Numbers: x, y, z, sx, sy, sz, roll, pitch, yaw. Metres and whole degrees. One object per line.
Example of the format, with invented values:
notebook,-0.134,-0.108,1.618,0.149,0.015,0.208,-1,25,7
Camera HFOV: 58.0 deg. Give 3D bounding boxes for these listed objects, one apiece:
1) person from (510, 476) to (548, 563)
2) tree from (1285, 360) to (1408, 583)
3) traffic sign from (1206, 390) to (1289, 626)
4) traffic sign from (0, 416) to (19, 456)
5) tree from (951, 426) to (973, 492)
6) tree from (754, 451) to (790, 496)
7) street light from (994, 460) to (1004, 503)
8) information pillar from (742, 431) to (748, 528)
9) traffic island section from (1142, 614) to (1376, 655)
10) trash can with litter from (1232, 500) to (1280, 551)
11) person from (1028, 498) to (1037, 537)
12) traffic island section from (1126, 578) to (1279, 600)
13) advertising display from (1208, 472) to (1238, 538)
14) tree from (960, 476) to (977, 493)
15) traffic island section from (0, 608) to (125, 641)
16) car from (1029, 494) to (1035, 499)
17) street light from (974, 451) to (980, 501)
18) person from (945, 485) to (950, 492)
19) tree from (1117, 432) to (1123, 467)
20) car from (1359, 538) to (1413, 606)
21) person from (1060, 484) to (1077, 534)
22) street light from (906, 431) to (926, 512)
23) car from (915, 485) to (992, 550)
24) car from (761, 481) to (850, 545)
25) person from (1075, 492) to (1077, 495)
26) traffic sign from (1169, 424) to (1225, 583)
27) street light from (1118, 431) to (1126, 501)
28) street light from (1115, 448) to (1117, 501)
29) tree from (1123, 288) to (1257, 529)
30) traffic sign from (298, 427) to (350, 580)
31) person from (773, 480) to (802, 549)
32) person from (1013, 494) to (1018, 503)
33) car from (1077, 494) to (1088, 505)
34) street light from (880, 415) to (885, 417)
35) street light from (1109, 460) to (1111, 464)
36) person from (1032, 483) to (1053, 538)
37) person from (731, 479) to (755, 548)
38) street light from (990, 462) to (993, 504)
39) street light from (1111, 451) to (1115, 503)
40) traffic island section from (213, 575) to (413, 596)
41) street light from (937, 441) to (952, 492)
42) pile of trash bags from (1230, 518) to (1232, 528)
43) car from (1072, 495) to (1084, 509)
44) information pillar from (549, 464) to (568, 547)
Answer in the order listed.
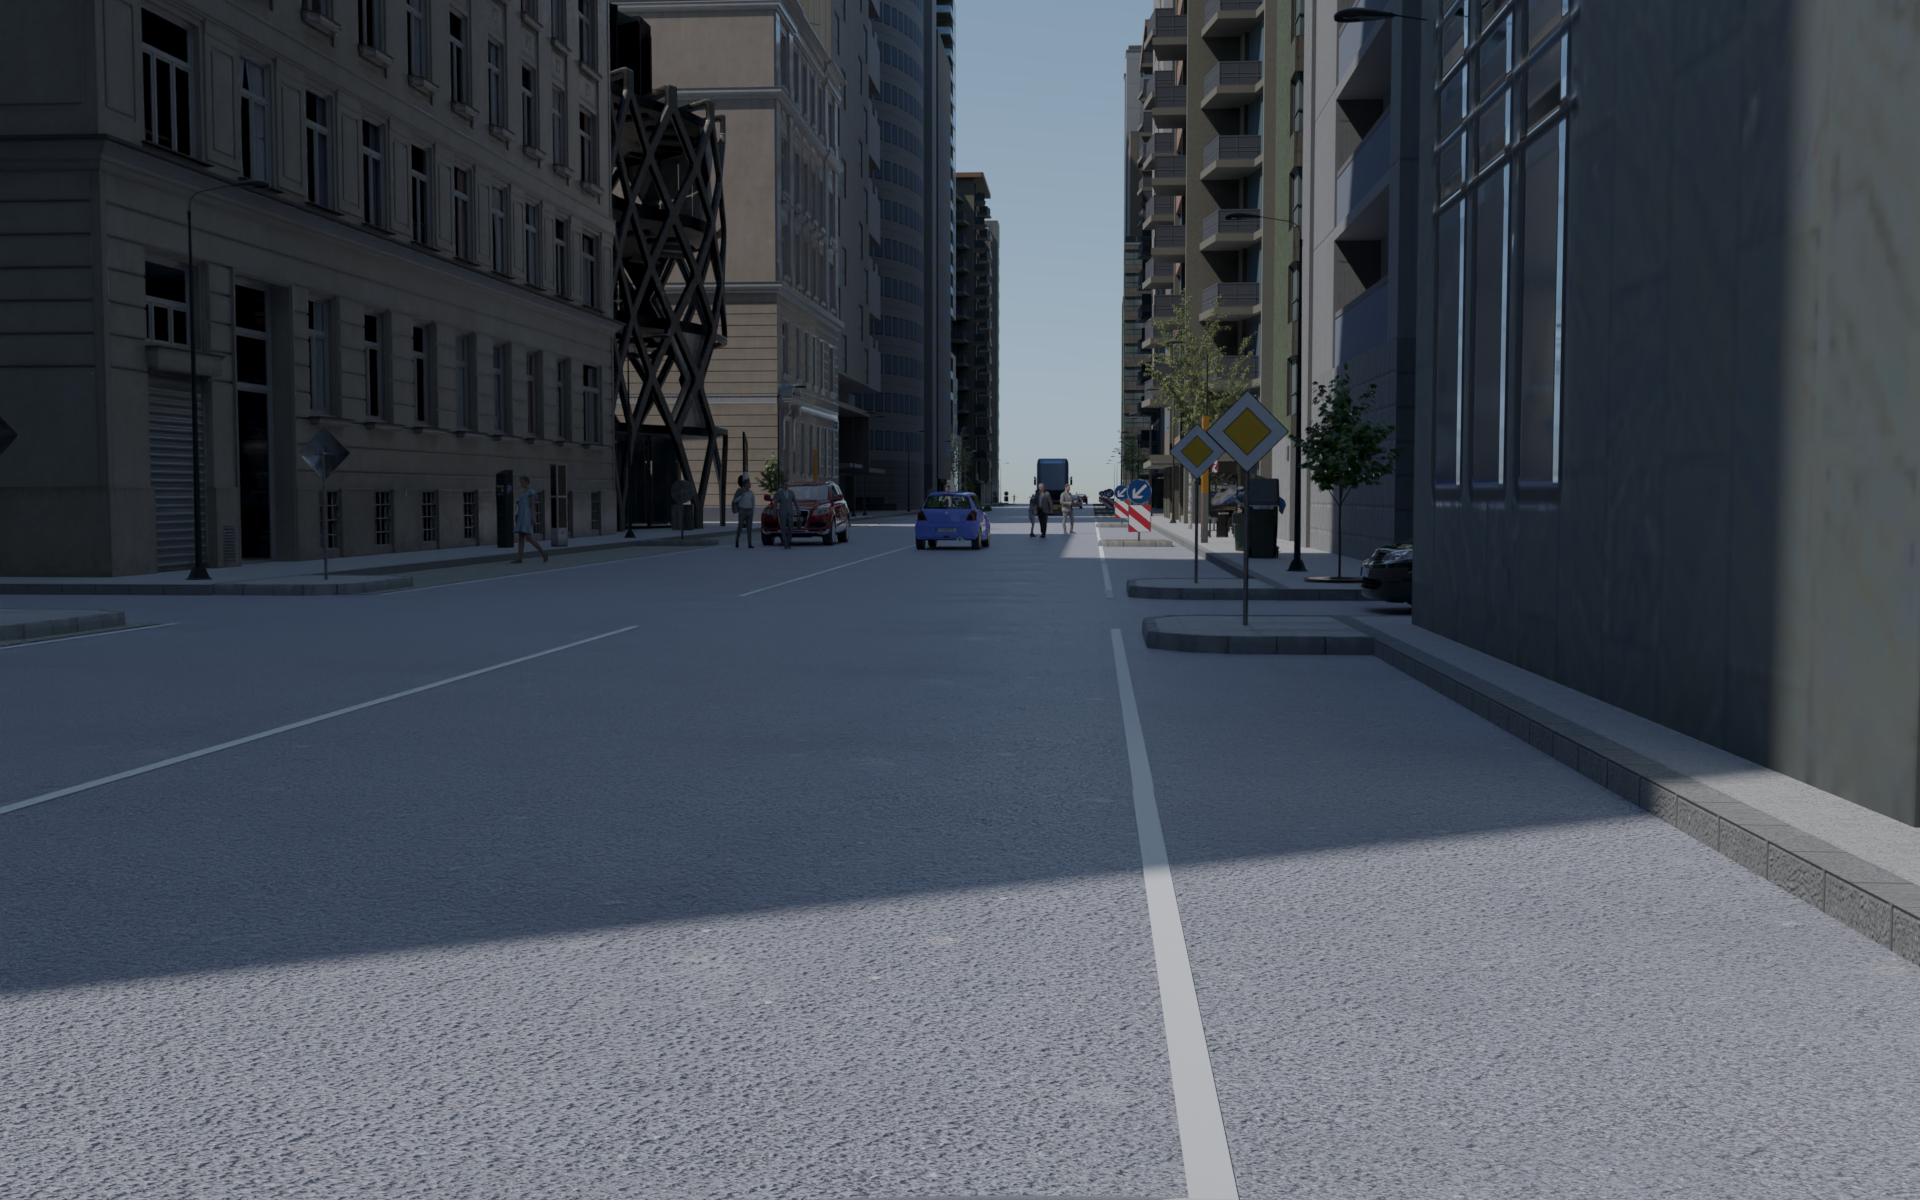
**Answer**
person,-8.938,-1.663,35.784,0.778,1.811,0.616,-2,4,-29
tree,5.544,-1.869,25.152,1.663,3.219,1.824,0,3,0
traffic sign,2.785,-0.808,16.859,0.795,2.450,0.064,0,4,4
traffic sign,-10.071,-0.869,17.850,0.795,2.450,0.064,0,4,4
tree,-0.443,-13.915,177.865,4.360,8.622,3.978,0,3,0
tree,-8.491,-5.095,77.912,1.663,3.219,1.824,0,3,0
street light,4.766,-15.927,232.941,1.470,5.913,1.316,0,4,4
information pillar,-8.056,-4.506,65.022,0.183,3.616,0.504,1,4,8
traffic island section,2.809,0.327,16.934,2.009,0.180,2.903,0,4,4
trash can with litter,6.632,-1.675,38.768,1.055,1.170,0.624,2,4,27
person,2.441,-2.759,57.883,0.394,1.301,0.425,-3,5,-40
traffic island section,3.413,-0.160,24.896,2.009,0.180,2.903,0,4,4
advertising display,7.746,-2.806,51.091,0.974,1.923,0.123,-2,4,-24
tree,0.986,-12.009,190.953,1.663,3.219,1.824,0,3,0
traffic island section,-10.095,0.267,17.913,2.009,0.180,2.903,0,4,4
car,9.636,-12.631,215.561,2.155,1.783,4.494,0,4,4
street light,1.128,-12.996,185.025,1.470,5.913,1.316,0,4,4
person,-0.451,-3.385,64.186,0.721,1.781,0.623,3,5,42
tree,18.408,-14.243,183.230,4.737,8.622,4.395,0,3,0
car,7.005,-0.683,20.959,4.222,1.686,2.009,0,4,4
person,3.945,-3.294,62.554,0.583,1.804,0.606,3,5,42
street light,-3.213,-9.431,126.744,1.470,5.913,1.316,0,4,4
car,-0.156,-2.220,45.896,1.945,1.707,3.694,0,4,6
car,-4.421,-2.530,50.036,2.281,1.827,5.304,0,4,3
person,16.631,-14.468,245.855,0.445,1.727,0.742,3,5,42
traffic sign,3.389,-1.295,24.821,0.795,2.450,0.064,0,4,4
street light,12.653,-9.524,128.257,1.470,5.913,1.316,0,4,4
street light,14.596,-10.986,152.160,1.470,5.913,1.316,0,4,4
tree,8.645,-6.886,62.956,4.737,8.622,4.395,0,3,0
traffic sign,-9.467,-1.356,25.812,0.795,2.450,0.064,0,4,4
person,-4.532,-2.249,45.384,0.709,1.813,0.853,-2,4,-27
person,7.814,-14.531,249.307,0.991,1.433,0.599,-1,4,-10
car,16.719,-14.066,239.021,2.155,1.783,4.494,0,4,2
street light,-5.108,-7.946,102.461,1.470,5.913,1.316,0,4,4
street light,17.159,-13.154,187.609,1.470,5.913,1.316,0,4,4
person,2.676,-2.916,56.568,0.661,1.777,0.834,1,4,12
person,-5.749,-2.288,46.005,0.679,1.850,0.850,-2,4,-33
street light,2.867,-14.440,208.635,1.470,5.913,1.316,0,4,4
street light,16.321,-12.441,175.945,1.470,5.913,1.316,0,4,4
traffic island section,-9.491,-0.220,25.876,2.009,0.180,2.903,0,4,4
street light,-1.406,-10.875,150.349,1.470,5.913,1.316,0,4,4
pile of trash bags,11.182,-3.448,66.127,1.912,1.369,3.447,-1,4,-12
car,11.008,-9.556,168.609,2.083,1.381,4.827,0,4,5
information pillar,-9.772,-2.306,42.191,0.304,2.012,0.304,3,5,43
